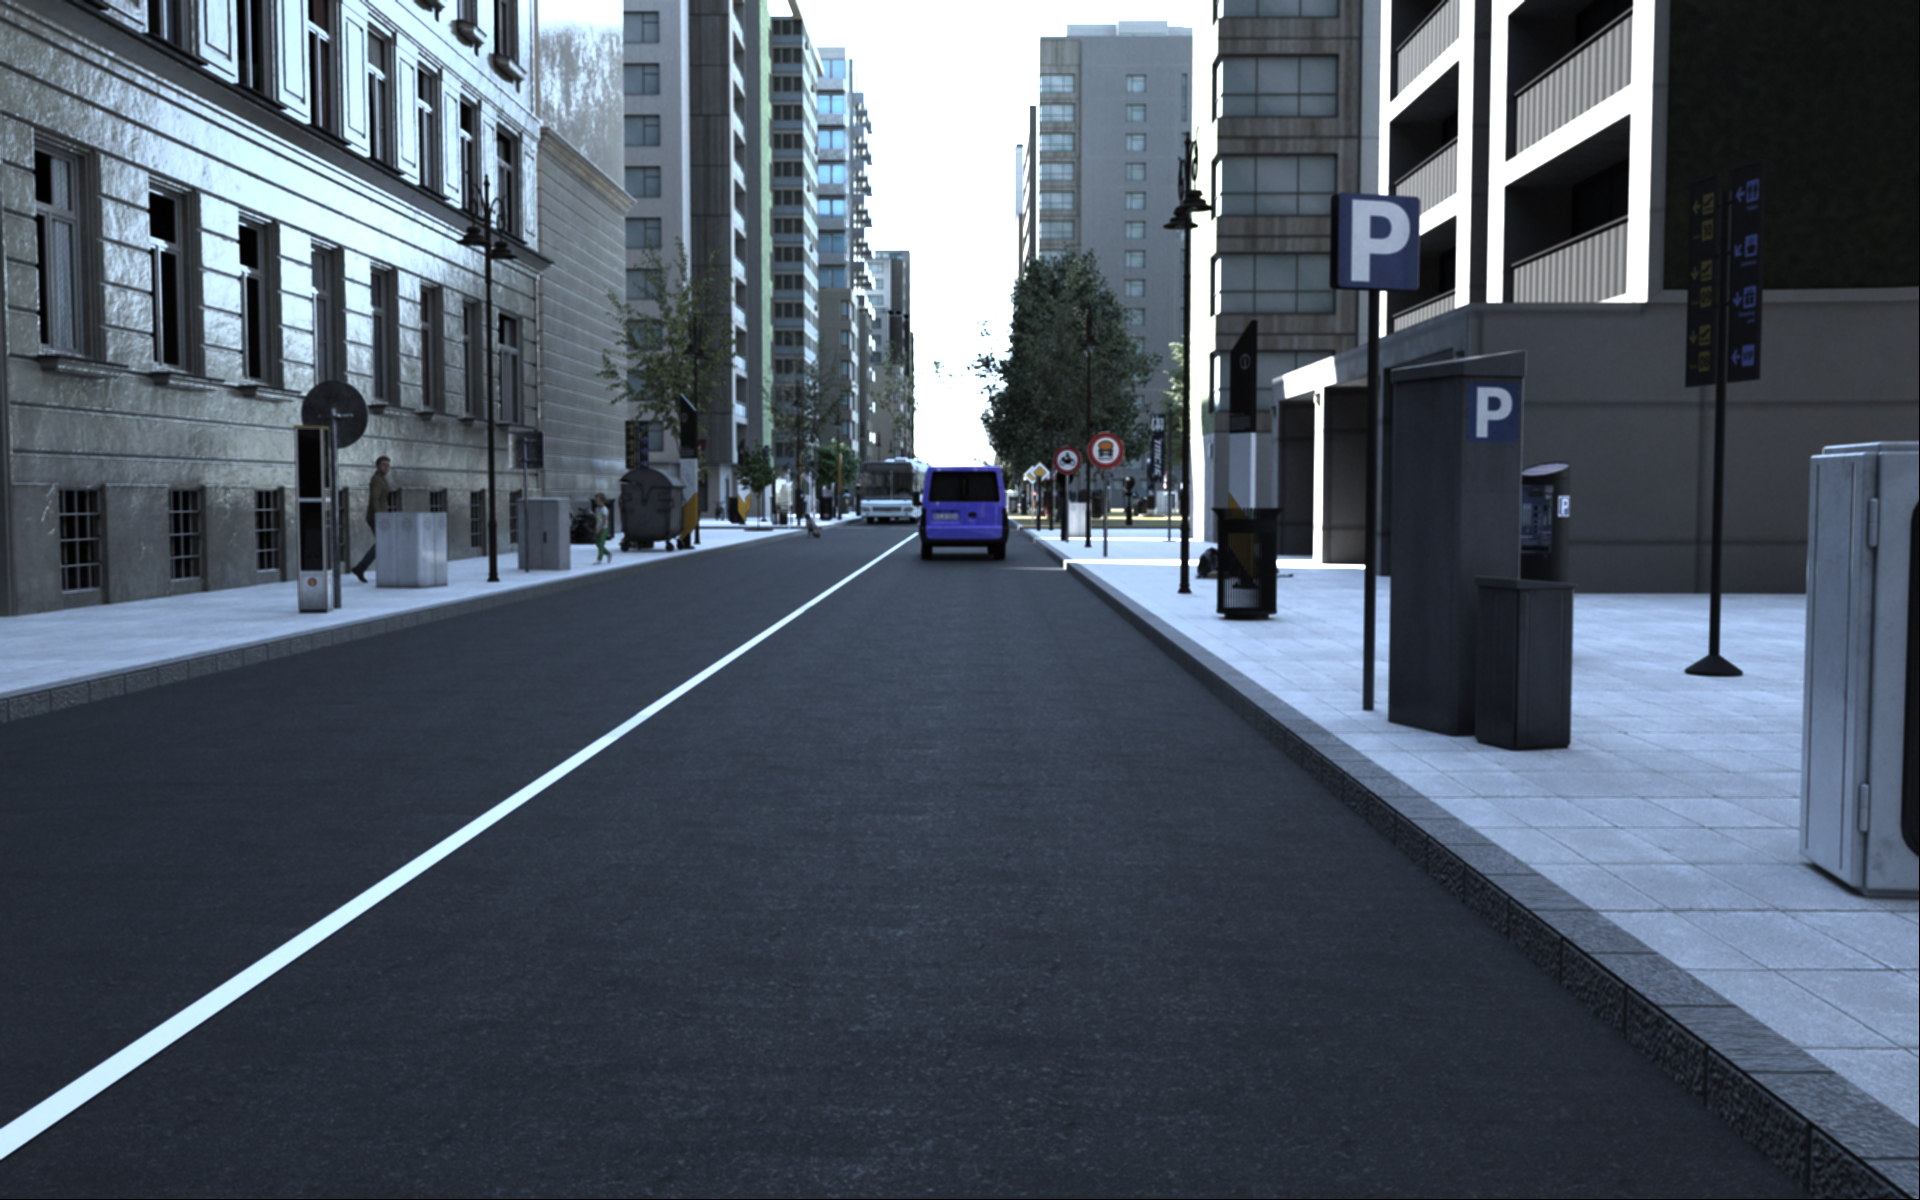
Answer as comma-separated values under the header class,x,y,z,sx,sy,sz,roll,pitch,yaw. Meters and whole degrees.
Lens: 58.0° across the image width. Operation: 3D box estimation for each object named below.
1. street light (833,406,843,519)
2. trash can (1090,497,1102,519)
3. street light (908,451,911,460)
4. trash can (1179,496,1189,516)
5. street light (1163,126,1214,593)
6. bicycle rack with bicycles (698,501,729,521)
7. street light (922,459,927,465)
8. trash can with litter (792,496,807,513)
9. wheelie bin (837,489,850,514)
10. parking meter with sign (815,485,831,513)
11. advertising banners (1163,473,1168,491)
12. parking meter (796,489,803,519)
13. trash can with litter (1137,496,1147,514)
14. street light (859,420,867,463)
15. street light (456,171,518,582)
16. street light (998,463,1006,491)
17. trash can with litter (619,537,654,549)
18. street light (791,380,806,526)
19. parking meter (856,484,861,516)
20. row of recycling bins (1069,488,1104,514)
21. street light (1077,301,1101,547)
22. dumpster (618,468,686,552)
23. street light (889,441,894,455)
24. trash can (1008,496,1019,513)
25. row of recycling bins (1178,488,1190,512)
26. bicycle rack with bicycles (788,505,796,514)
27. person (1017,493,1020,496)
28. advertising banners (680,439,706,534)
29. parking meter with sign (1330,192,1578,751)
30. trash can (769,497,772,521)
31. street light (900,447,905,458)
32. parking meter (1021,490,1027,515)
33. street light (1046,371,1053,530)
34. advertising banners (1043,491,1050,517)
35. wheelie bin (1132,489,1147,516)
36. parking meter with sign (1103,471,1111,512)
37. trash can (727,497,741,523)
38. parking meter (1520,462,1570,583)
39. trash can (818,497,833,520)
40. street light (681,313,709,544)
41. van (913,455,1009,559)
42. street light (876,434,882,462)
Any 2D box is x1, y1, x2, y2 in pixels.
class,x,y,z,sx,sy,sz,roll,pitch,yaw
street light,-6.263,-7.121,89.218,0.468,5.910,1.993,0,4,1
trash can,7.131,-4.843,90.839,0.748,1.137,0.748,0,3,0
street light,-5.436,-13.066,186.419,0.468,5.910,1.993,0,4,1
trash can,13.439,-5.602,103.252,0.748,1.137,0.748,0,3,0
street light,2.911,-3.026,22.268,0.468,5.910,1.993,0,4,1
bicycle rack with bicycles,-12.072,-4.307,83.803,2.852,0.926,2.925,0,3,0
street light,-5.000,-15.749,230.288,0.468,5.910,1.993,0,4,1
trash can with litter,-10.646,-6.306,114.489,1.055,1.170,0.624,0,4,5
wheelie bin,-7.491,-6.317,111.195,0.980,1.594,0.693,1,4,19
parking meter with sign,-8.803,-7.289,115.435,1.738,3.016,0.543,-3,4,-39
advertising banners,16.255,-8.903,141.757,0.090,3.025,2.074,-3,5,-40
parking meter,-8.365,-5.001,90.169,0.372,1.533,0.369,0,3,0
trash can with litter,10.783,-5.418,99.978,1.055,1.170,0.624,0,4,-5
street light,-6.086,-8.290,108.332,0.468,5.910,1.993,0,4,1
street light,-6.841,-3.207,25.214,0.468,5.910,1.993,0,4,1
street light,4.424,-12.766,181.519,0.468,5.910,1.993,0,4,1
trash can with litter,-7.647,-1.803,40.873,1.055,1.170,0.624,3,4,37
street light,-6.537,-5.952,70.105,0.468,5.910,1.993,0,4,1
parking meter,-5.910,-5.833,101.085,0.255,1.863,0.399,1,4,13
row of recycling bins,7.485,-6.354,110.996,3.534,1.692,1.069,0,4,-1
street light,3.098,-4.216,41.725,0.468,5.910,1.993,0,4,1
dumpster,-6.944,-2.038,39.079,1.264,1.857,1.865,0,4,1
street light,-5.868,-10.673,147.298,0.468,5.910,1.993,0,4,1
trash can,3.608,-6.420,116.616,0.748,1.137,0.748,0,3,0
row of recycling bins,16.201,-7.099,123.186,1.069,1.692,3.534,1,4,19
bicycle rack with bicycles,-11.751,-5.832,108.742,2.925,0.926,2.852,-1,4,-10
person,7.063,-13.169,221.431,1.350,1.814,0.705,0,4,5
advertising banners,-9.125,-3.642,55.731,2.074,3.025,0.090,1,4,15
parking meter with sign,2.680,-0.804,9.412,0.543,3.016,1.738,-1,4,-18
trash can,-8.165,-4.027,77.489,0.748,1.137,0.748,0,3,0
street light,-5.563,-11.869,166.848,0.468,5.910,1.993,0,4,1
parking meter,3.986,-6.064,107.559,0.372,1.533,0.369,0,3,0
street light,3.233,-5.410,61.241,0.468,5.910,1.993,0,4,1
advertising banners,4.906,-6.141,96.590,2.074,3.025,0.090,-1,4,-14
wheelie bin,10.547,-5.758,102.049,0.980,1.594,0.693,-2,4,-33
parking meter with sign,10.583,-7.836,124.374,0.543,3.016,1.738,0,4,2
trash can,-9.811,-3.931,75.923,0.748,1.137,0.748,0,3,0
parking meter,4.536,-0.310,13.475,0.372,1.533,0.369,0,3,0
trash can,-6.529,-4.441,84.257,0.748,1.137,0.748,0,3,0
street light,-6.754,-4.376,44.329,0.468,5.910,1.993,0,4,1
van,0.029,-2.160,39.693,2.240,2.365,5.245,0,4,-1
street light,-5.953,-9.459,127.447,0.468,5.910,1.993,0,4,1
